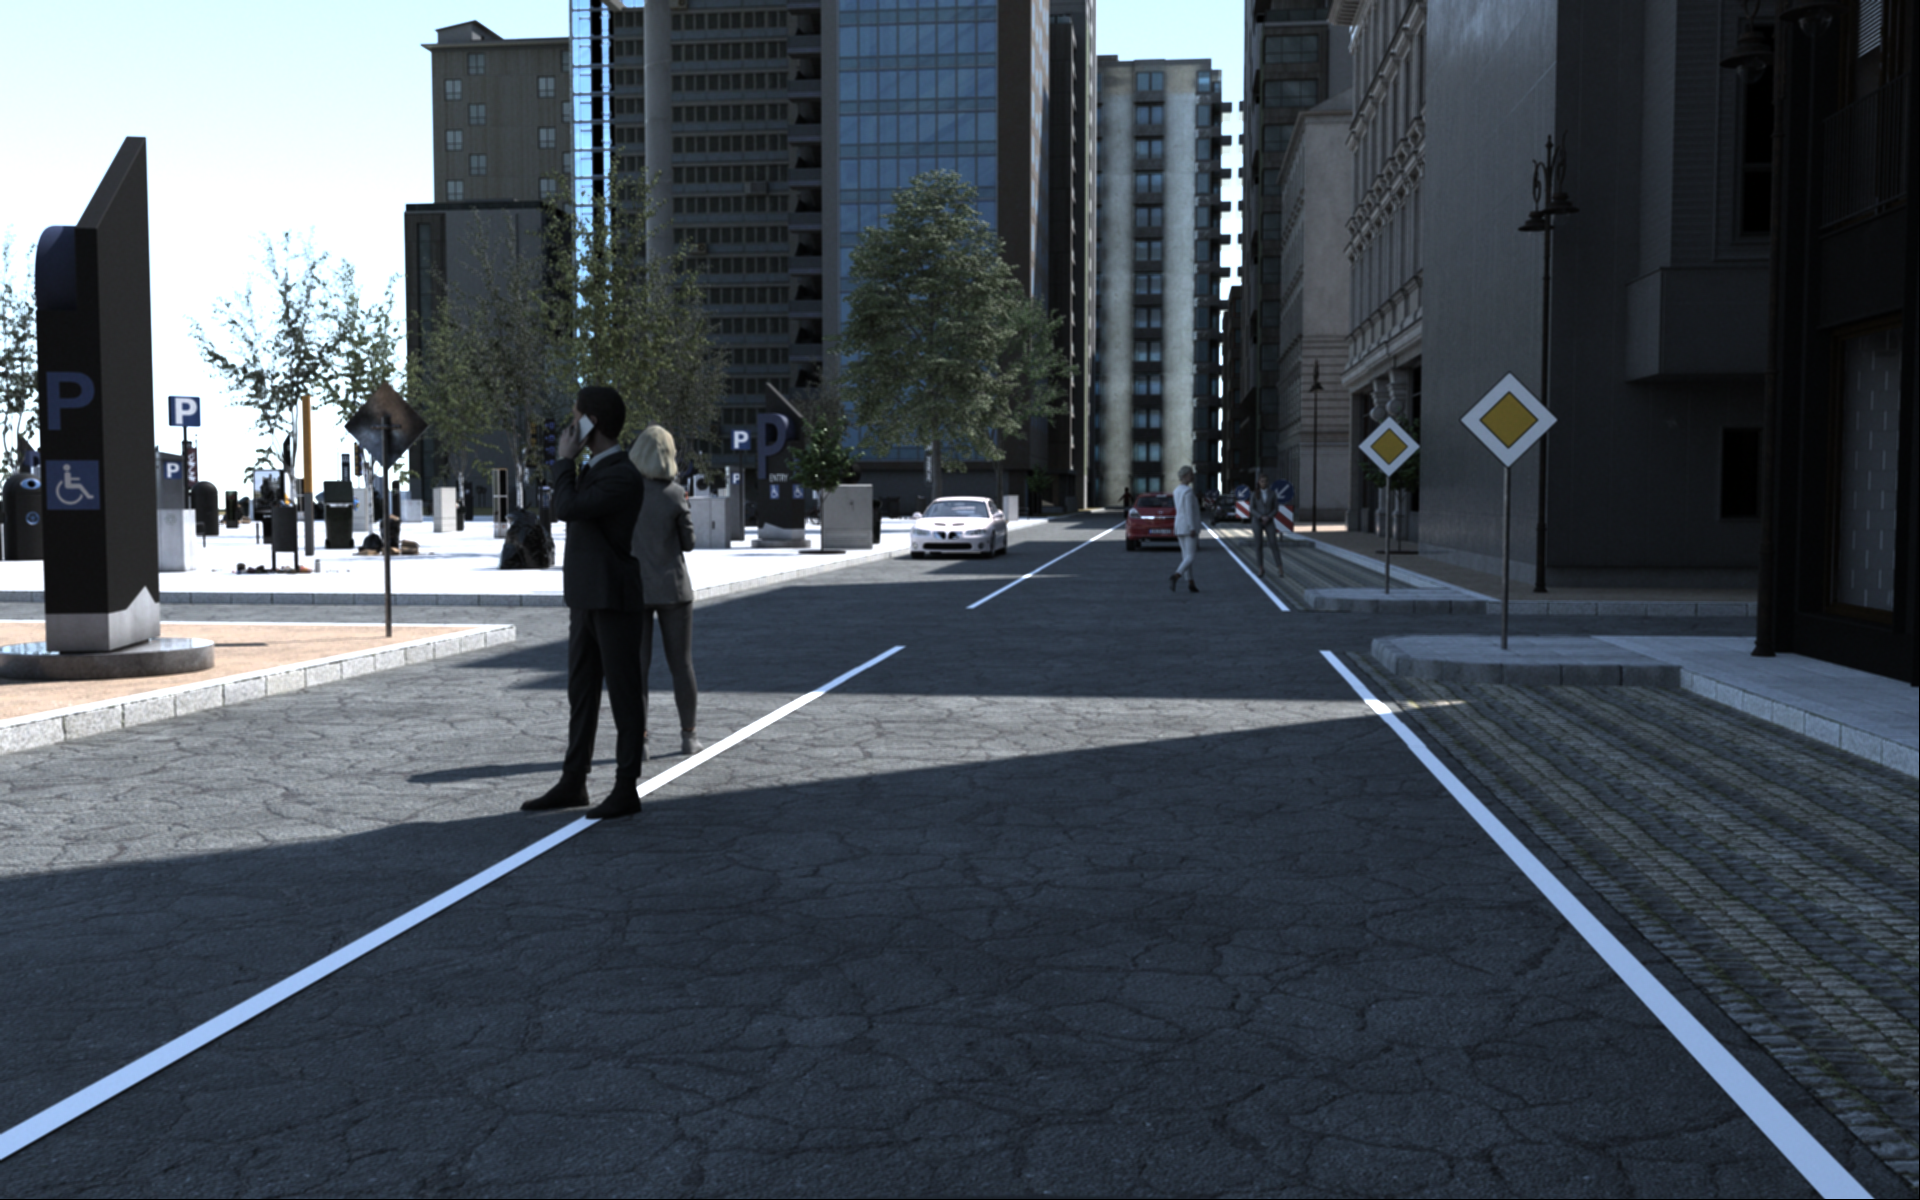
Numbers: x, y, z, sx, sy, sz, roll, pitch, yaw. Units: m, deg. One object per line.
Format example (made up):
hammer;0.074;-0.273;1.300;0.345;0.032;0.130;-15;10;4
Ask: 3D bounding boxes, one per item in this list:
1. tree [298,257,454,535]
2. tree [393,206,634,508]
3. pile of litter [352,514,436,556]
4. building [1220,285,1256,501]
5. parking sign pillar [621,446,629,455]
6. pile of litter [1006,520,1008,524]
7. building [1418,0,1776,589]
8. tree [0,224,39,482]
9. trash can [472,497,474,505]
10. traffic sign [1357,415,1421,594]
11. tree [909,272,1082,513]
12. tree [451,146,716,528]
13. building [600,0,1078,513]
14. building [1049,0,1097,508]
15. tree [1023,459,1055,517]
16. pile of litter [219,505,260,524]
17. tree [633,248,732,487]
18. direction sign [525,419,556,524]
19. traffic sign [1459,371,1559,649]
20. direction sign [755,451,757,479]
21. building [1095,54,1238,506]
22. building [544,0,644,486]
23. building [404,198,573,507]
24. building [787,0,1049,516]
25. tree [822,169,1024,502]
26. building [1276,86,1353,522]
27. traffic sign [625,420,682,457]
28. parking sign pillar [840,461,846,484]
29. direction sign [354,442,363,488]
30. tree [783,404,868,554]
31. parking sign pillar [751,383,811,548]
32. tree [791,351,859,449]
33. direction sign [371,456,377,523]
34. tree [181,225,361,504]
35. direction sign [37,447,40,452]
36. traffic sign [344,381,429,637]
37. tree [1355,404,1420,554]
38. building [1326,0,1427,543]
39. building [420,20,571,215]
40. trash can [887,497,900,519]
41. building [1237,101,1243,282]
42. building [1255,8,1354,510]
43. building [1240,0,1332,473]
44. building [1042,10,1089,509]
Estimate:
tree;-18.385;-6.320;53.689;4.737;8.622;4.395;0;3;0
tree;-11.374;-5.721;43.902;4.360;8.622;3.978;0;3;0
pile of litter;-11.962;-1.388;36.652;1.719;0.858;1.176;-1;4;-16
building;37.909;-19.034;156.240;27.650;21.520;28.899;0;4;7
parking sign pillar;-14.760;-5.279;74.790;1.447;3.967;1.447;-2;4;-31
pile of litter;1.512;-3.671;73.993;1.176;0.858;1.719;0;4;8
building;23.468;-12.688;26.519;30.058;24.678;14.314;0;4;7
tree;-26.164;-5.988;48.260;4.360;8.622;3.978;0;3;0
trash can;-25.226;-4.706;88.600;0.748;1.137;0.748;0;3;0
traffic sign;5.481;-1.134;22.186;0.795;2.450;0.064;0;4;7
tree;1.721;-9.571;82.246;9.928;11.665;9.643;0;3;0
tree;-7.624;-5.341;37.686;4.737;8.622;4.395;0;3;0
building;-7.836;-26.535;125.727;32.217;40.220;23.993;0;4;7
building;2.226;-44.380;163.868;20.611;71.187;20.563;0;4;7
tree;4.255;-6.227;96.413;1.663;3.219;1.824;0;3;0
pile of litter;-31.113;-3.713;74.671;1.719;0.858;1.176;-1;4;-17
tree;-8.564;-6.193;51.626;4.360;8.622;3.978;0;3;0
direction sign;-12.588;-3.673;52.048;0.876;3.537;0.379;0;4;-7
traffic sign;4.497;-0.649;14.261;0.795;2.450;0.064;0;4;7
direction sign;-10.373;-5.984;89.842;0.379;3.537;0.876;-3;4;-36
building;14.471;-35.005;191.933;30.456;49.044;23.786;0;4;7
building;-23.796;-52.149;165.302;31.000;86.520;22.319;0;4;7
building;-45.877;-24.564;173.322;14.107;30.474;14.160;0;4;7
building;-1.993;-27.845;105.383;14.600;45.320;14.200;0;4;7
tree;-1.178;-8.753;61.246;7.486;12.596;7.792;0;3;0
building;21.248;-14.543;86.923;9.793;20.994;18.267;0;4;7
traffic sign;-4.137;-1.208;23.396;0.795;2.450;0.064;0;4;7
parking sign pillar;-6.707;-6.477;94.374;1.447;3.967;1.447;-1;4;-14
direction sign;-26.112;-5.090;75.225;0.379;3.537;0.876;0;4;2
tree;-3.039;-2.616;37.366;1.663;3.219;1.824;0;3;0
parking sign pillar;-4.292;-3.243;41.487;1.447;3.967;1.447;-3;5;-45
tree;-6.849;-8.398;87.673;4.360;8.622;3.978;0;3;0
direction sign;-25.903;-5.156;76.297;0.379;3.537;0.876;-1;4;-21
tree;-18.354;-5.902;46.862;4.360;8.622;3.978;0;3;0
direction sign;-44.240;-5.630;84.040;0.876;3.537;0.379;-2;4;-25
traffic sign;-5.121;-0.724;15.472;0.795;2.450;0.064;0;4;7
tree;9.527;-2.626;37.542;1.663;3.219;1.824;0;3;0
building;17.628;-12.650;57.745;10.553;20.767;40.483;0;4;7
building;-42.945;-37.425;201.129;27.495;52.752;28.713;0;4;7
trash can;-3.482;-4.859;91.094;0.748;1.137;0.748;0;3;0
building;45.297;-34.748;187.744;30.456;49.044;23.786;0;4;7
building;25.354;-20.486;106.651;14.160;30.474;14.107;0;4;7
building;34.734;-32.879;126.805;28.713;52.752;27.495;0;4;7
building;3.243;-28.127;143.475;14.154;41.232;14.086;0;4;7
